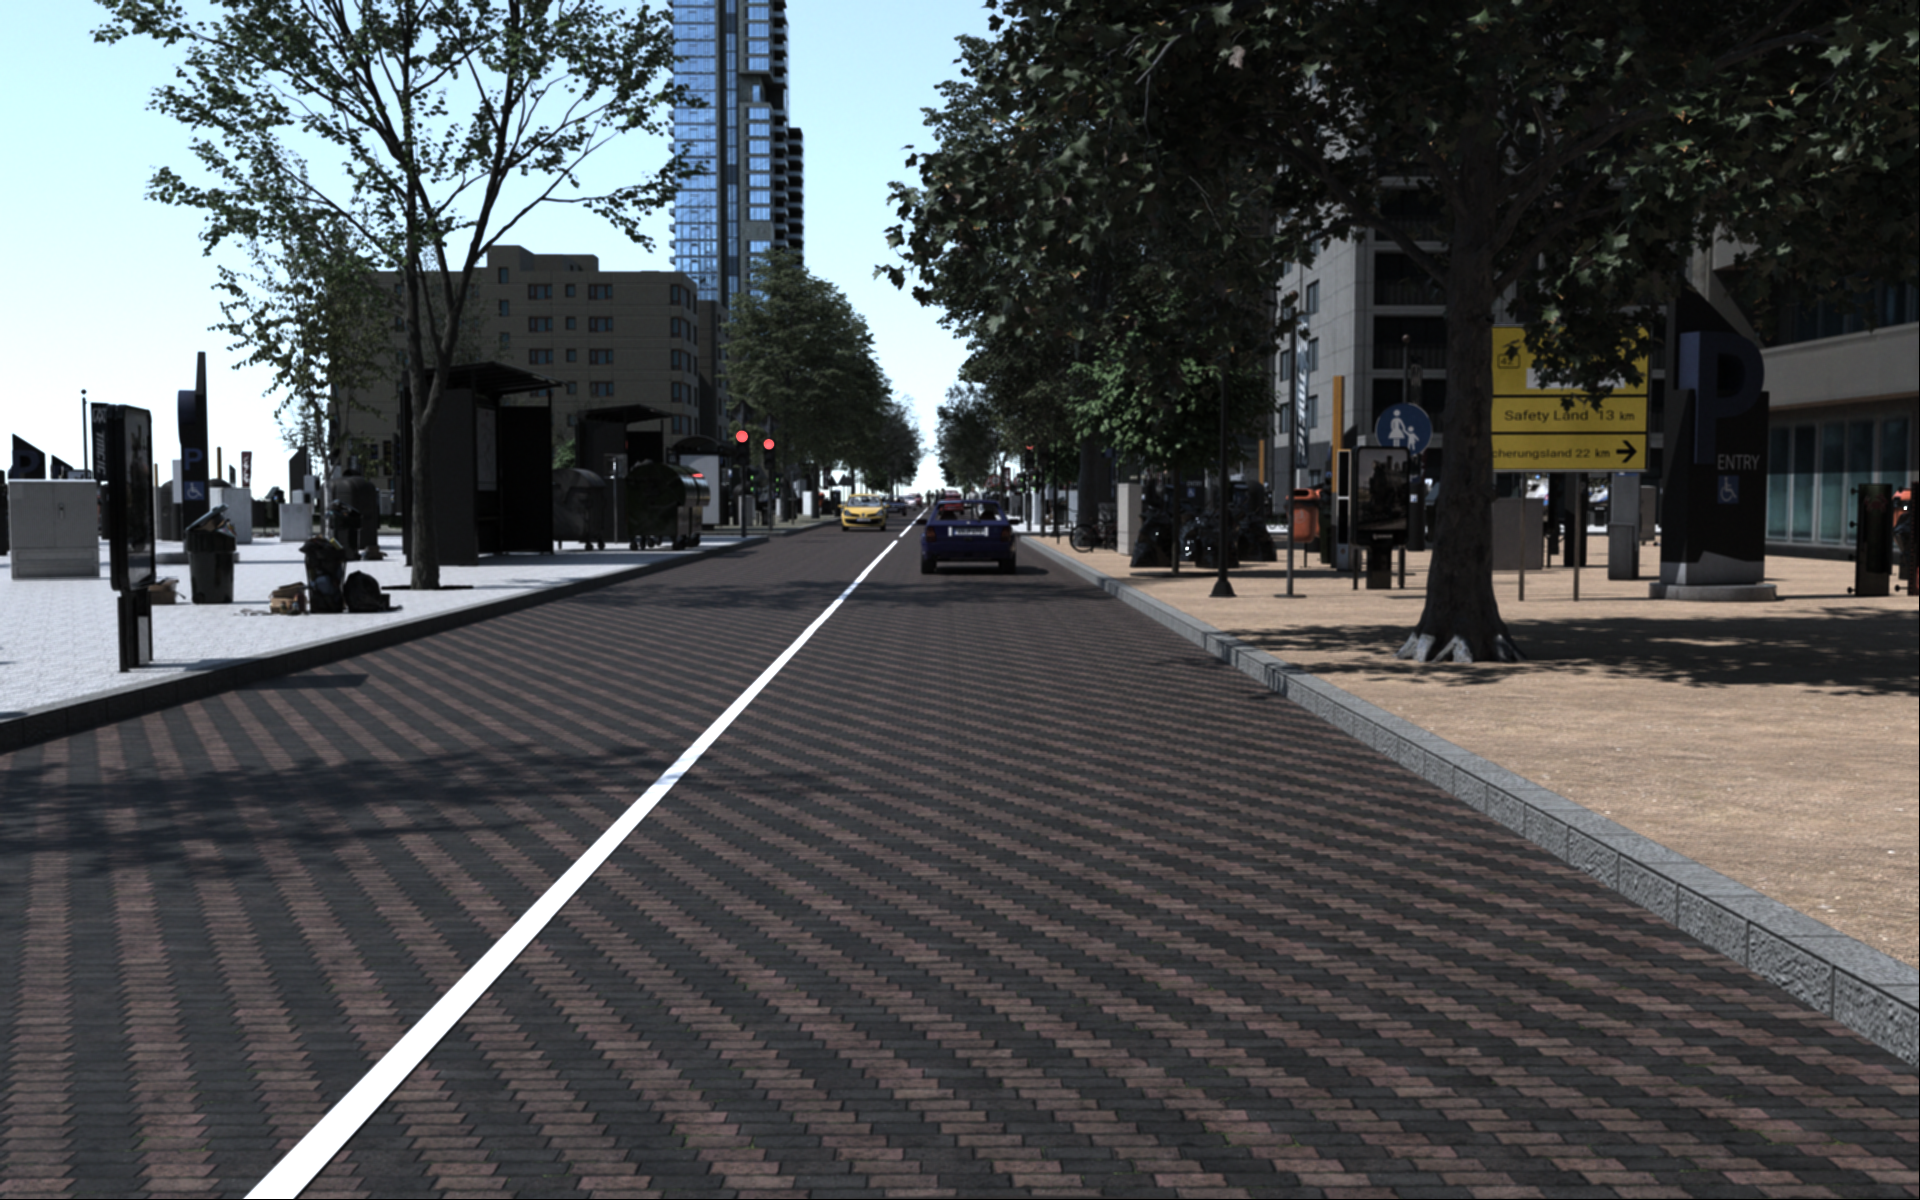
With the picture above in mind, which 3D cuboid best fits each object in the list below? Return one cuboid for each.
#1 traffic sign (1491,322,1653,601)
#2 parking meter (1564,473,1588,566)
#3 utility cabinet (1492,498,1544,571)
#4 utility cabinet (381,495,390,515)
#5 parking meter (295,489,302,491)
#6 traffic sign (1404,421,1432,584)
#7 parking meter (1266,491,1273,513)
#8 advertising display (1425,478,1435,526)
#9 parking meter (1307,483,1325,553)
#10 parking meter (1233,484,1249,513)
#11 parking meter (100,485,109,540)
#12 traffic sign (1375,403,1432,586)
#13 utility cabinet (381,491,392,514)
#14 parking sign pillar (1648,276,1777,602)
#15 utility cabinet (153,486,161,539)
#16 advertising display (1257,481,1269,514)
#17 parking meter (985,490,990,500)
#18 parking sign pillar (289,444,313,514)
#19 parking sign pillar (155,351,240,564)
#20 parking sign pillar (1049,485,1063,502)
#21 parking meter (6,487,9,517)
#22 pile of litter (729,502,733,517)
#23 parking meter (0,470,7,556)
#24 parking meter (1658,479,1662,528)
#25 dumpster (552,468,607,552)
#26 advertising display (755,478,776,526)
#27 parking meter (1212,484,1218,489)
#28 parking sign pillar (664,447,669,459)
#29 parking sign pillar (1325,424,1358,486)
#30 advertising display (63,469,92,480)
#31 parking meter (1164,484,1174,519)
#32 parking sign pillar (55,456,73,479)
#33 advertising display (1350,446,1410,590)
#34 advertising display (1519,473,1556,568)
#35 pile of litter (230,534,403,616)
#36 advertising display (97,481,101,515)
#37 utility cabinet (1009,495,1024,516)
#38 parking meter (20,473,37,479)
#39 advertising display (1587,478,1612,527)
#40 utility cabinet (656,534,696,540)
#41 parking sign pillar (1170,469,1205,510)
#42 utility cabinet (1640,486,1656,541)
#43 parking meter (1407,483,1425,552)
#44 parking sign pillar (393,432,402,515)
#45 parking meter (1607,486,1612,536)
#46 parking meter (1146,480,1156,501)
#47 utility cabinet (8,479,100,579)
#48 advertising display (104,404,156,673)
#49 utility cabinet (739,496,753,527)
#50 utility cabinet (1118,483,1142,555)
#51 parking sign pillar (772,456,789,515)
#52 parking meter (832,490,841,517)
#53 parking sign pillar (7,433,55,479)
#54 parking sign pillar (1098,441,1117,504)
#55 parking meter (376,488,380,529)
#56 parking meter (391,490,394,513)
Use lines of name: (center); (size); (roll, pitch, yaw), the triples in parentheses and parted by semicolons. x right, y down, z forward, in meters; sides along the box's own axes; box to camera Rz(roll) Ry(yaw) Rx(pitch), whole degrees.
traffic sign: (7.057, -1.638, 20.653); (2.265, 3.308, 0.079); (0, 4, 4)
parking meter: (10.958, -1.534, 30.795); (0.399, 1.863, 0.255); (-3, 5, -40)
utility cabinet: (9.273, -1.096, 29.085); (1.020, 1.237, 0.306); (-1, 4, -17)
utility cabinet: (-31.602, -5.109, 94.701); (0.306, 1.237, 1.020); (1, 4, 17)
parking meter: (-34.959, -5.083, 91.516); (0.372, 1.533, 0.369); (0, 3, 0)
traffic sign: (6.341, -1.508, 24.765); (0.768, 2.556, 0.104); (0, 4, 6)
parking meter: (18.025, -5.651, 100.798); (0.372, 1.533, 0.369); (0, 3, 0)
advertising display: (18.488, -3.871, 68.506); (0.123, 1.923, 0.974); (-1, 4, -14)
parking meter: (7.791, -1.805, 37.929); (0.372, 1.533, 0.369); (0, 3, 0)
parking meter: (6.841, -2.064, 42.161); (0.372, 1.533, 0.369); (0, 3, 0)
parking meter: (-23.973, -2.466, 48.732); (0.372, 1.533, 0.369); (0, 3, 0)
traffic sign: (6.190, -1.476, 24.243); (0.768, 2.556, 0.104); (1, 4, 8)
utility cabinet: (-35.564, -6.036, 107.373); (0.318, 1.500, 1.173); (3, 5, 39)
parking sign pillar: (9.220, -1.997, 21.123); (1.447, 3.967, 1.447); (-2, 4, -24)
utility cabinet: (-22.957, -2.475, 49.141); (1.173, 1.500, 0.318); (3, 4, 38)
advertising display: (15.207, -5.067, 88.061); (0.974, 1.923, 0.123); (0, 4, -1)
parking meter: (1.848, -6.648, 117.109); (0.372, 1.533, 0.369); (0, 3, 0)
parking sign pillar: (-35.507, -6.409, 93.257); (1.447, 3.967, 1.447); (2, 4, 29)
parking sign pillar: (-14.207, -2.672, 32.161); (1.447, 3.967, 1.447); (-1, 4, -21)
parking sign pillar: (6.338, -7.693, 114.253); (1.447, 3.967, 1.447); (-1, 4, -16)
parking meter: (-27.726, -2.570, 50.427); (0.372, 1.533, 0.369); (0, 3, 0)
pile of litter: (-12.610, -5.103, 97.399); (1.176, 0.858, 1.719); (0, 4, 4)
parking meter: (-20.043, -1.852, 35.985); (0.399, 1.863, 0.255); (0, 4, -3)
parking meter: (26.752, -3.671, 65.729); (0.255, 1.863, 0.399); (-2, 4, -33)
dumpster: (-8.788, -2.048, 39.248); (1.264, 1.857, 1.865); (0, 4, -1)
advertising display: (-7.932, -4.004, 70.671); (0.974, 1.923, 0.123); (-3, 5, -45)
parking meter: (14.800, -5.804, 100.612); (0.399, 1.863, 0.255); (1, 4, 23)
parking sign pillar: (-16.770, -6.795, 99.571); (1.447, 3.967, 1.447); (-1, 4, -18)
parking sign pillar: (14.528, -4.744, 66.030); (1.447, 3.967, 1.447); (-2, 4, -35)
advertising display: (-23.016, -2.447, 45.223); (0.123, 1.923, 0.974); (1, 4, 11)
parking meter: (5.361, -2.170, 43.885); (0.372, 1.533, 0.369); (0, 3, 0)
parking sign pillar: (-60.656, -7.871, 117.158); (1.447, 3.967, 1.447); (-2, 4, -35)
advertising display: (5.664, -1.110, 23.368); (0.974, 1.923, 0.123); (-2, 4, -30)
advertising display: (10.092, -1.536, 30.328); (0.123, 1.923, 0.974); (-1, 4, -14)
pile of litter: (-6.988, -0.299, 18.854); (1.719, 0.858, 1.176); (-1, 4, -14)
advertising display: (-39.047, -4.441, 77.825); (0.123, 1.923, 0.974); (2, 4, 27)
utility cabinet: (3.420, -5.552, 101.933); (1.020, 1.237, 0.306); (-1, 4, -22)
parking meter: (-25.568, -2.562, 47.596); (0.255, 1.863, 0.399); (2, 4, 26)
advertising display: (25.307, -3.869, 68.472); (0.974, 1.923, 0.123); (3, 4, 36)
utility cabinet: (-7.855, -2.393, 47.808); (0.318, 1.500, 1.173); (3, 5, 41)
parking sign pillar: (8.455, -4.635, 64.249); (1.447, 3.967, 1.447); (-2, 4, -29)
utility cabinet: (18.316, -2.341, 46.947); (1.173, 1.500, 0.318); (-2, 4, -24)
parking meter: (10.218, -1.858, 38.789); (0.372, 1.533, 0.369); (0, 3, 0)
parking sign pillar: (-24.347, -5.376, 76.371); (1.447, 3.967, 1.447); (2, 4, 26)
parking meter: (19.822, -2.697, 52.508); (0.372, 1.533, 0.369); (0, 3, 0)
parking meter: (8.133, -4.164, 73.791); (0.399, 1.863, 0.255); (-2, 4, -25)
utility cabinet: (-13.622, -1.062, 26.047); (1.173, 1.500, 0.318); (-2, 4, -31)
advertising display: (-6.128, -0.466, 12.832); (0.123, 1.923, 0.974); (-1, 4, -14)
utility cabinet: (-8.460, -3.498, 68.360); (0.306, 1.237, 1.020); (-1, 4, -23)
utility cabinet: (3.581, -1.697, 36.425); (0.318, 1.500, 1.173); (0, 4, -5)
parking sign pillar: (-11.271, -7.371, 108.989); (1.447, 3.967, 1.447); (2, 4, 29)
parking meter: (-6.886, -5.449, 97.495); (0.372, 1.533, 0.369); (0, 3, 0)
parking sign pillar: (-41.240, -5.396, 76.697); (1.447, 3.967, 1.447); (-1, 4, -11)
parking sign pillar: (5.114, -4.388, 60.218); (1.447, 3.967, 1.447); (1, 4, 16)
parking meter: (-21.414, -3.361, 63.355); (0.372, 1.533, 0.369); (0, 3, 0)
parking meter: (-30.837, -5.266, 94.511); (0.372, 1.533, 0.369); (0, 3, 0)
